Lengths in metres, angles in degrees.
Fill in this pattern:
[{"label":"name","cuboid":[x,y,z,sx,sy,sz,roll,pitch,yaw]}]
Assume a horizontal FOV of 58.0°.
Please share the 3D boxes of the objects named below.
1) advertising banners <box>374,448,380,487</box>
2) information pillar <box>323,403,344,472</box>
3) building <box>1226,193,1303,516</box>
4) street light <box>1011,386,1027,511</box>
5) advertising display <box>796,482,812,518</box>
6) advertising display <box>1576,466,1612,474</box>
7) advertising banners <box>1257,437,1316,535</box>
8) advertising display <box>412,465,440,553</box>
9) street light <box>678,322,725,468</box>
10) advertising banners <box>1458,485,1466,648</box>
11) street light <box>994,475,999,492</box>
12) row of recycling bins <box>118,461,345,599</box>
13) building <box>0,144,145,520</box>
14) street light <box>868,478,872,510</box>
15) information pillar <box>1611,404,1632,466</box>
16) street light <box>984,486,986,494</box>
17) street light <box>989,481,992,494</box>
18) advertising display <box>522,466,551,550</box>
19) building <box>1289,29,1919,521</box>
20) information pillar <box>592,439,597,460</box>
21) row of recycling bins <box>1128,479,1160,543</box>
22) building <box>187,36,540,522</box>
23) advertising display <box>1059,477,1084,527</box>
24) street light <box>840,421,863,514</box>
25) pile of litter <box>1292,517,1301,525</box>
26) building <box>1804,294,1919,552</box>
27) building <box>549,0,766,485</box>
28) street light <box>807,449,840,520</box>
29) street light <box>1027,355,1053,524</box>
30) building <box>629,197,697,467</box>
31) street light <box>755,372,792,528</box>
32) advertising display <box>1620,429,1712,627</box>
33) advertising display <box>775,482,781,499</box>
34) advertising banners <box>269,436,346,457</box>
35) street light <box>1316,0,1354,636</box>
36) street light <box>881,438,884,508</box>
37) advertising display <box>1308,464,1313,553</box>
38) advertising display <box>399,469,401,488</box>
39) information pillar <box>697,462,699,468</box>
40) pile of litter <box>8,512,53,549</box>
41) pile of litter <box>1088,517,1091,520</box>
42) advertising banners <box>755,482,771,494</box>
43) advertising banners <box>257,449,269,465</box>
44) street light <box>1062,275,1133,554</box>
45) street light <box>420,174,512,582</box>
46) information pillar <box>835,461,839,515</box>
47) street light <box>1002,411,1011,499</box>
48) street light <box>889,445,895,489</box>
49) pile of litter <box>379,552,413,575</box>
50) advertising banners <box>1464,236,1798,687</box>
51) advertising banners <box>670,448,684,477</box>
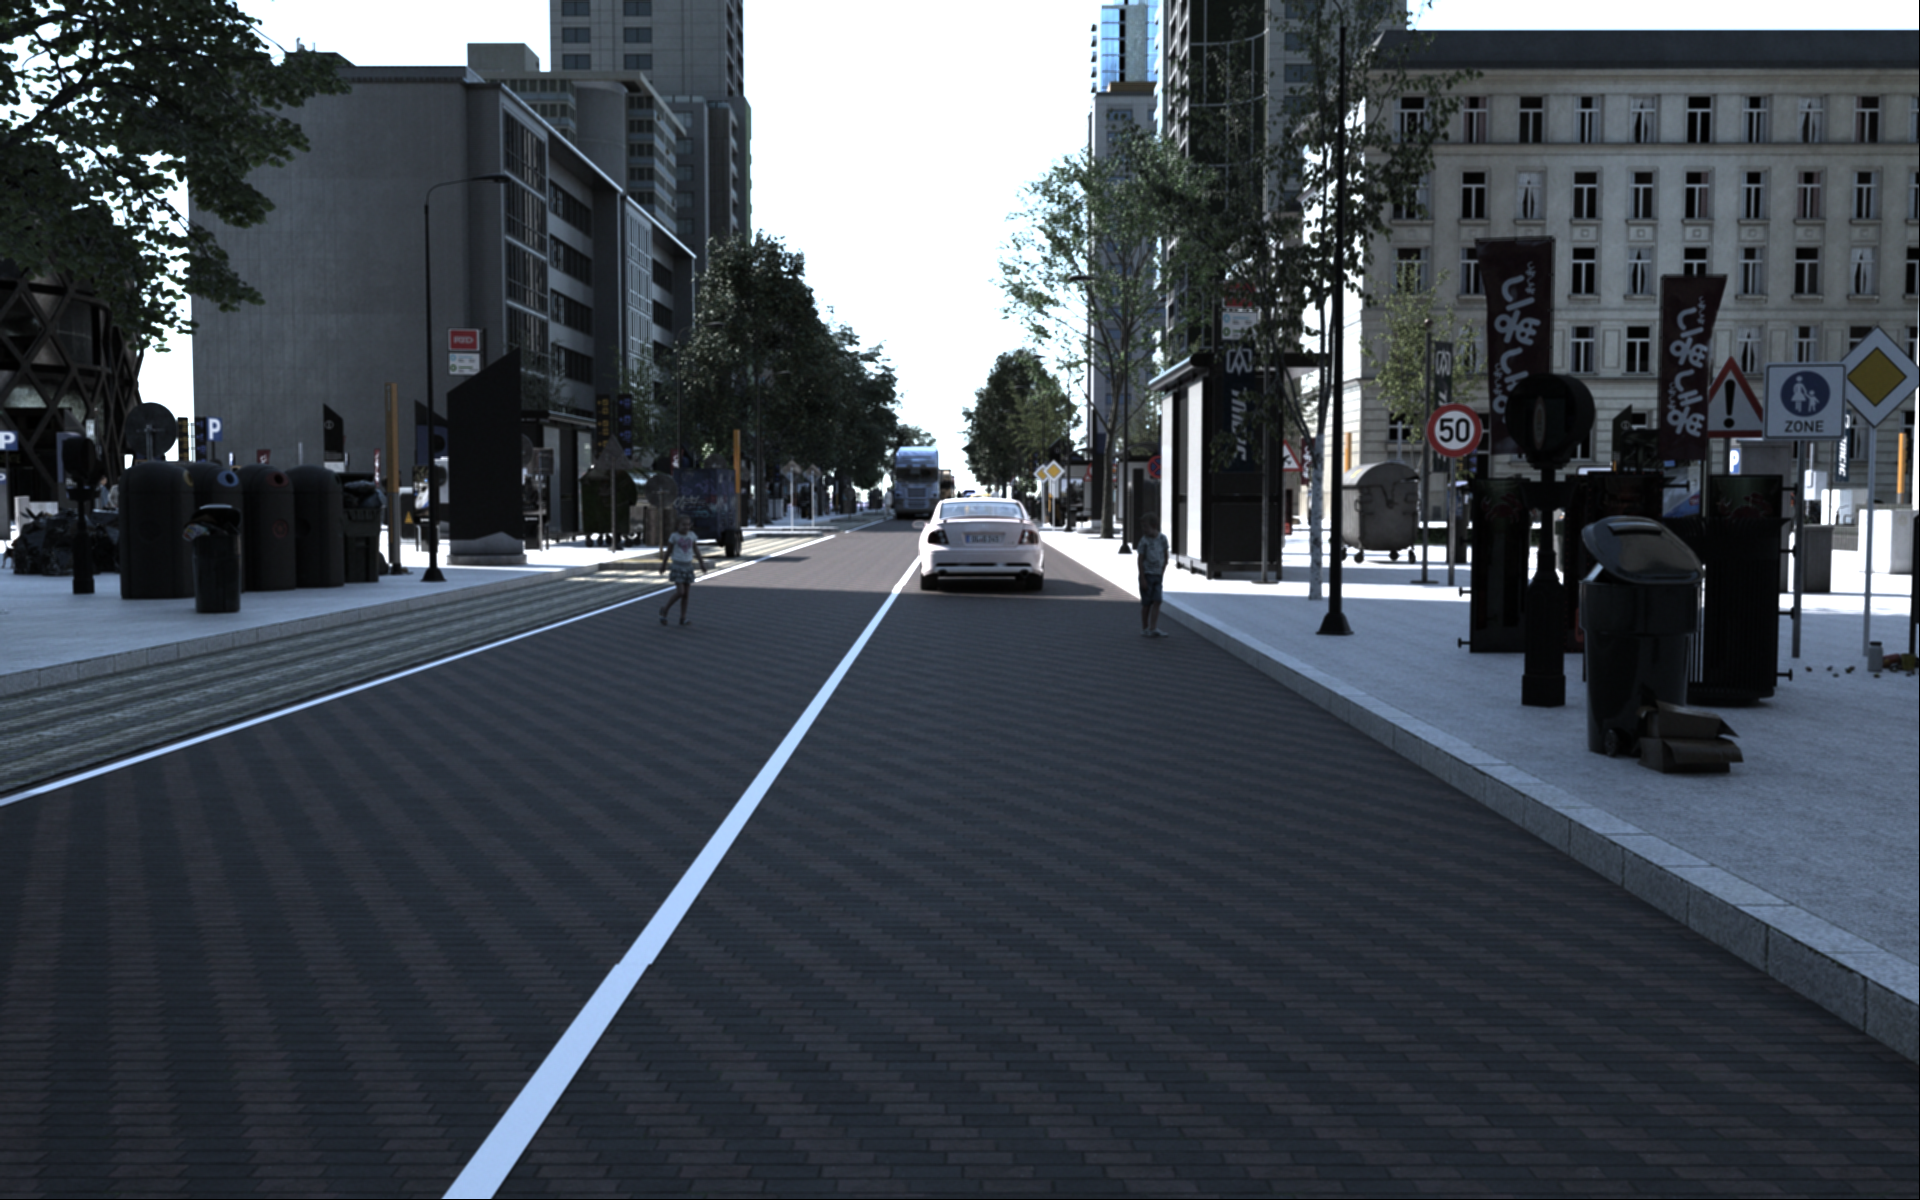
[{"label":"advertising banners","cuboid":[-22.915,-4.343,67.200,0.090,3.025,2.074,-3,5,-42]},{"label":"information pillar","cuboid":[-16.109,-3.254,44.564,0.504,3.616,0.183,0,4,-8]},{"label":"building","cuboid":[23.202,-16.516,120.945,10.553,20.767,40.483,0,4,0]},{"label":"street light","cuboid":[3.050,-6.247,74.680,1.470,5.913,1.316,0,4,0]},{"label":"advertising display","cuboid":[-8.211,-5.262,91.254,0.974,1.923,0.123,3,4,36]},{"label":"advertising display","cuboid":[14.517,-2.090,39.384,0.974,1.923,0.123,2,4,28]},{"label":"advertising banners","cuboid":[10.072,-3.524,53.812,2.074,3.025,0.090,2,4,28]},{"label":"advertising display","cuboid":[-11.769,-2.017,38.188,0.974,1.923,0.123,3,5,44]},{"label":"street light","cuboid":[-7.068,-4.556,47.025,1.470,5.913,1.316,0,4,0]},{"label":"advertising banners","cuboid":[5.073,-1.083,13.892,2.074,3.025,0.090,0,4,1]},{"label":"street light","cuboid":[3.224,-8.881,117.747,1.470,5.913,1.316,0,4,0]},{"label":"row of recycling bins","cuboid":[-9.491,-0.951,22.664,1.069,1.692,3.534,1,4,20]},{"label":"building","cuboid":[-52.007,-13.517,88.450,16.811,18.784,16.820,0,4,0]},{"label":"street light","cuboid":[-6.915,-9.670,130.650,1.470,5.913,1.316,0,4,0]},{"label":"information pillar","cuboid":[17.178,-3.281,44.995,0.504,3.616,0.183,1,4,11]},{"label":"street light","cuboid":[3.350,-13.703,196.586,1.470,5.913,1.316,0,4,0]},{"label":"street light","cuboid":[3.327,-11.123,154.394,1.470,5.913,1.316,0,4,0]},{"label":"advertising display","cuboid":[-9.888,-2.127,39.987,0.974,1.923,0.123,2,4,24]},{"label":"building","cuboid":[32.928,-15.558,87.651,30.059,22.955,16.112,0,4,0]},{"label":"information pillar","cuboid":[-15.676,-5.087,74.528,0.183,3.616,0.504,1,4,18]},{"label":"row of recycling bins","cuboid":[5.338,-2.417,46.628,1.069,1.692,3.534,2,4,28]},{"label":"building","cuboid":[-28.177,-16.816,94.010,14.314,24.678,30.058,0,4,0]},{"label":"advertising display","cuboid":[4.292,-3.759,66.680,0.974,1.923,0.123,-1,4,-15]},{"label":"street light","cuboid":[-6.950,-8.363,109.273,1.470,5.913,1.316,0,4,0]},{"label":"pile of litter","cuboid":[13.788,-3.581,72.512,1.719,0.858,1.176,-3,4,-36]},{"label":"building","cuboid":[29.610,-29.749,28.391,21.231,58.520,28.212,0,4,0]},{"label":"building","cuboid":[-32.078,-45.943,189.417,20.563,71.187,20.611,0,4,0]},{"label":"street light","cuboid":[-6.960,-6.991,86.838,1.470,5.913,1.316,0,4,0]},{"label":"street light","cuboid":[3.094,-5.219,57.879,1.470,5.913,1.316,0,4,0]},{"label":"building","cuboid":[-28.182,-18.651,124.012,14.314,24.678,30.058,0,4,0]},{"label":"street light","cuboid":[-7.080,-5.703,65.780,1.470,5.913,1.316,0,4,0]},{"label":"advertising display","cuboid":[6.937,-0.726,17.087,0.123,1.923,0.974,-2,4,-30]},{"label":"advertising display","cuboid":[-9.697,-5.304,91.929,0.123,1.923,0.974,-2,4,-25]},{"label":"advertising banners","cuboid":[-19.343,-3.386,51.541,2.074,3.025,0.090,-1,4,-20]},{"label":"street light","cuboid":[2.897,-2.640,15.709,1.470,5.913,1.316,0,4,0]},{"label":"street light","cuboid":[-6.878,-10.393,142.469,1.470,5.913,1.316,0,4,0]},{"label":"advertising display","cuboid":[7.641,-1.964,37.318,0.123,1.923,0.974,0,4,2]},{"label":"advertising display","cuboid":[-14.837,-2.468,45.565,0.123,1.923,0.974,-2,4,-28]},{"label":"information pillar","cuboid":[-17.200,-7.523,114.355,0.183,3.616,0.504,1,4,17]},{"label":"pile of litter","cuboid":[-22.022,-1.664,41.174,1.176,0.858,1.719,1,4,11]},{"label":"pile of litter","cuboid":[6.952,-4.853,93.313,1.176,0.858,1.719,0,4,-7]},{"label":"advertising banners","cuboid":[-15.110,-8.229,130.727,2.074,3.025,0.090,-2,4,-26]},{"label":"advertising banners","cuboid":[-28.050,-4.384,67.870,2.074,3.025,0.090,0,4,-6]},{"label":"street light","cuboid":[2.988,-3.935,36.885,1.470,5.913,1.316,0,4,0]},{"label":"street light","cuboid":[-7.199,-3.225,25.274,1.470,5.913,1.316,0,4,0]},{"label":"information pillar","cuboid":[-7.679,-7.131,107.945,0.183,3.616,0.504,-1,4,-9]},{"label":"street light","cuboid":[3.129,-7.573,96.359,1.470,5.913,1.316,0,4,0]},{"label":"street light","cuboid":[-6.842,-11.677,163.463,1.470,5.913,1.316,0,4,0]},{"label":"pile of litter","cuboid":[-9.628,-0.840,27.694,1.719,0.858,1.176,1,4,23]},{"label":"advertising banners","cuboid":[4.525,-0.948,11.694,2.074,3.025,0.090,1,4,15]},{"label":"advertising banners","cuboid":[-11.604,-4.290,66.321,2.074,3.025,0.090,0,4,-8]}]
